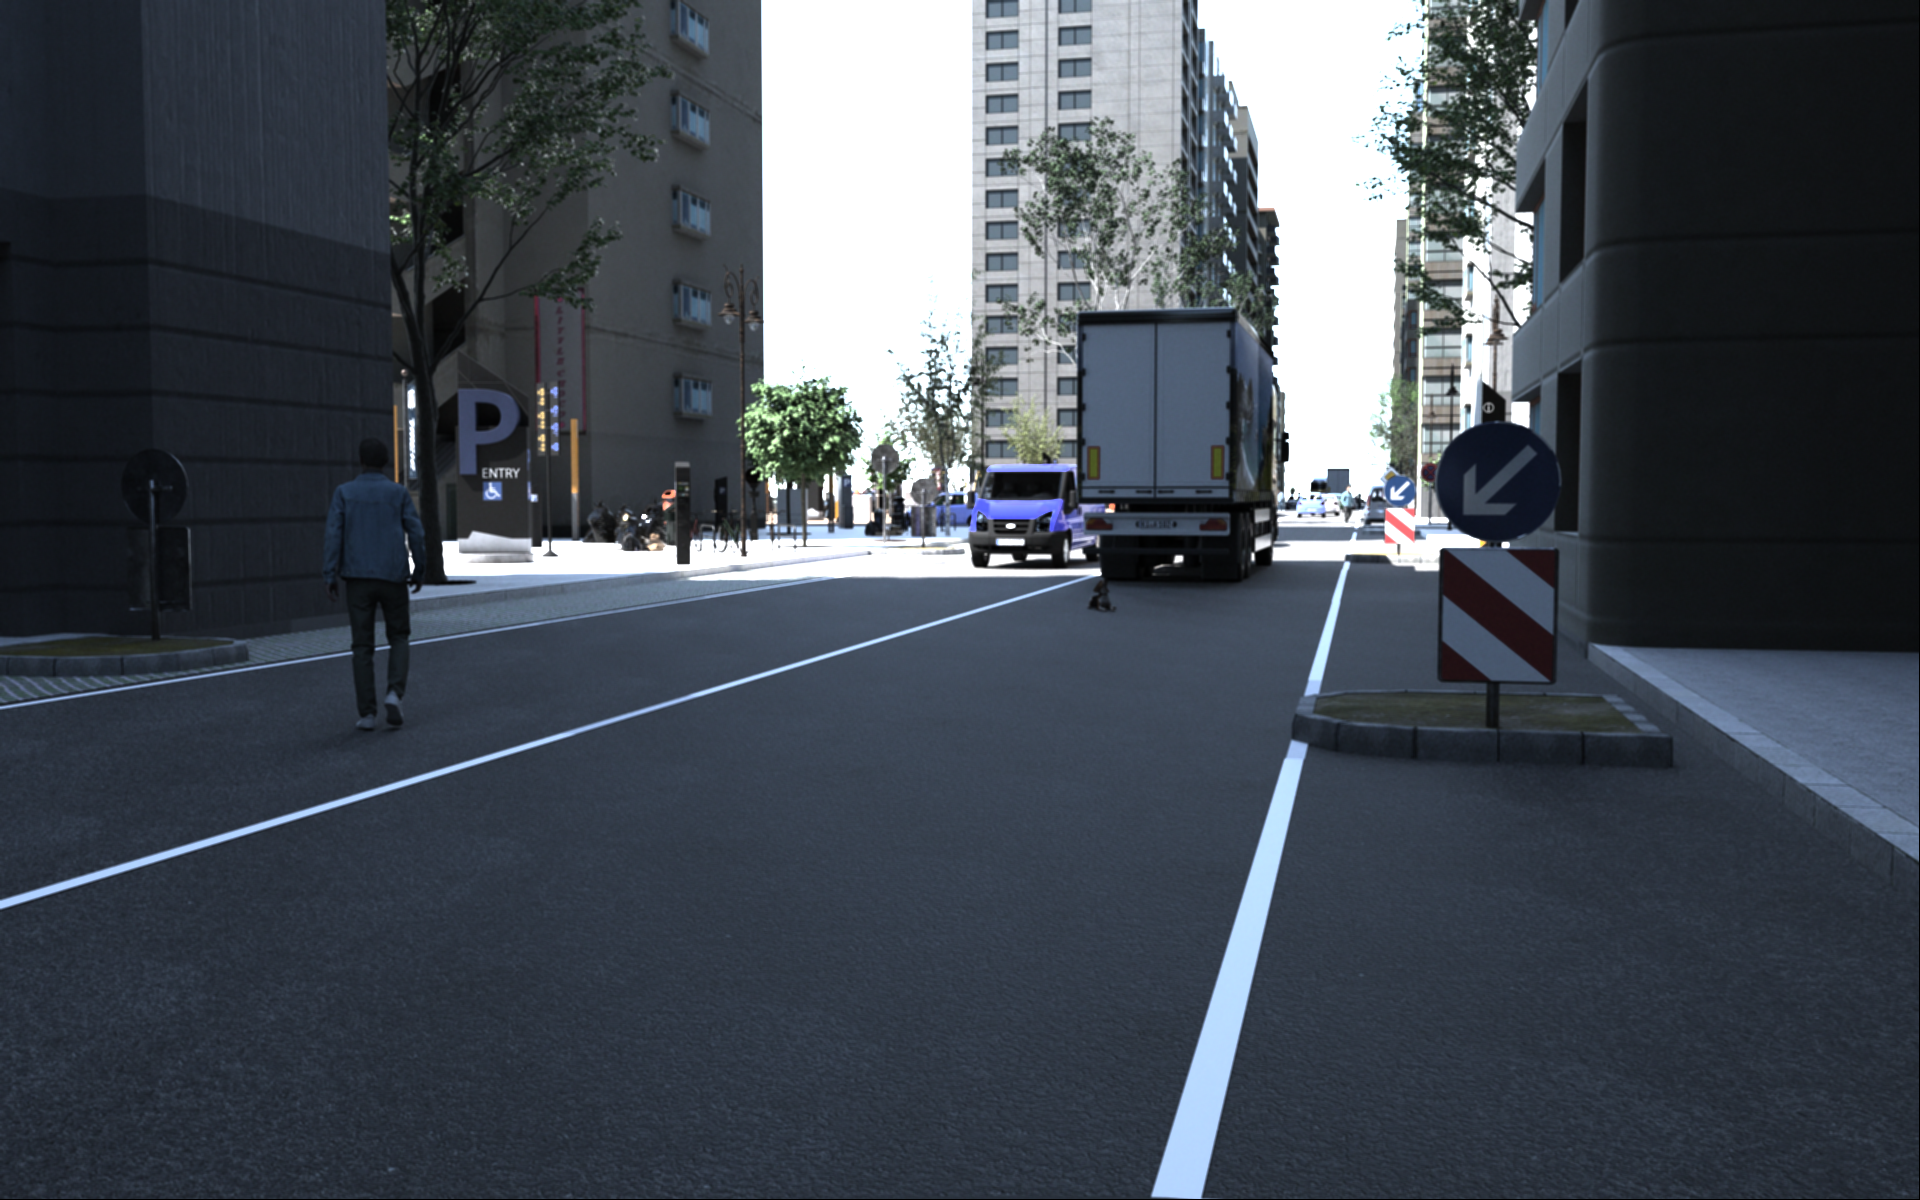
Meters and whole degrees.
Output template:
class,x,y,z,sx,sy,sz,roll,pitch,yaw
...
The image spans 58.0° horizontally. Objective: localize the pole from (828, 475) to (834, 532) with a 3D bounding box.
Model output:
class,x,y,z,sx,sy,sz,roll,pitch,yaw
pole,-4.322,-3.926,58.029,0.158,3.312,0.155,0,3,0

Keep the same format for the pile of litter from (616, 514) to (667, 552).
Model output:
class,x,y,z,sx,sy,sz,roll,pitch,yaw
pile of litter,-7.188,-1.529,38.963,1.176,0.858,1.719,0,4,-4

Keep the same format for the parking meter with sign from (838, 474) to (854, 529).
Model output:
class,x,y,z,sx,sy,sz,roll,pitch,yaw
parking meter with sign,-4.333,-4.207,65.052,0.543,3.016,1.738,-1,4,-16

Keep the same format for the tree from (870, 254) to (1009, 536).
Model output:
class,x,y,z,sx,sy,sz,roll,pitch,yaw
tree,-0.388,-6.276,52.969,4.360,8.622,3.978,0,3,0

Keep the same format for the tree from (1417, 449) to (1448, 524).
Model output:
class,x,y,z,sx,sy,sz,roll,pitch,yaw
tree,20.650,-4.922,75.077,1.663,3.219,1.824,0,3,0

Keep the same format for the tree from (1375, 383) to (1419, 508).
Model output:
class,x,y,z,sx,sy,sz,roll,pitch,yaw
tree,28.918,-9.837,111.202,4.360,8.622,3.978,0,3,0

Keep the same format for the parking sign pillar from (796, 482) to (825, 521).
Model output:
class,x,y,z,sx,sy,sz,roll,pitch,yaw
parking sign pillar,-7.206,-5.782,83.000,1.447,3.967,1.447,2,4,29

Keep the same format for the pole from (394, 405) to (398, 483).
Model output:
class,x,y,z,sx,sy,sz,roll,pitch,yaw
pole,-13.024,-2.812,39.821,0.158,3.312,0.155,0,3,0

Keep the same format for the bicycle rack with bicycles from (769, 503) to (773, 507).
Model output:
class,x,y,z,sx,sy,sz,roll,pitch,yaw
bicycle rack with bicycles,-12.055,-5.084,96.511,2.925,0.926,2.852,3,5,45

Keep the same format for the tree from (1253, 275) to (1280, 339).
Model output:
class,x,y,z,sx,sy,sz,roll,pitch,yaw
tree,17.731,-17.115,135.716,12.611,20.169,13.585,0,3,0

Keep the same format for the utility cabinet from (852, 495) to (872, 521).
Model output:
class,x,y,z,sx,sy,sz,roll,pitch,yaw
utility cabinet,-4.651,-4.312,81.656,1.020,1.237,0.306,2,4,26

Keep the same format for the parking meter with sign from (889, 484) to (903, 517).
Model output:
class,x,y,z,sx,sy,sz,roll,pitch,yaw
parking meter with sign,-3.519,-6.068,95.468,1.738,3.016,0.543,2,4,27

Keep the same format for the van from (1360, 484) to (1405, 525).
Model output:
class,x,y,z,sx,sy,sz,roll,pitch,yaw
van,18.241,-4.125,74.452,2.013,2.044,4.112,1,4,12

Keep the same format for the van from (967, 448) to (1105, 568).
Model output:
class,x,y,z,sx,sy,sz,roll,pitch,yaw
van,1.635,-1.898,35.416,2.240,2.365,5.245,1,4,15

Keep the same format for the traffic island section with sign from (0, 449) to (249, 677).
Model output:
class,x,y,z,sx,sy,sz,roll,pitch,yaw
traffic island section with sign,-7.124,-0.356,14.449,1.989,1.847,2.006,1,4,13

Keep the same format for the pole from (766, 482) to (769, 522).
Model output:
class,x,y,z,sx,sy,sz,roll,pitch,yaw
pole,-8.776,-5.191,78.717,0.158,3.312,0.155,0,3,0

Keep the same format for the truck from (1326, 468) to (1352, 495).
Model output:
class,x,y,z,sx,sy,sz,roll,pitch,yaw
truck,41.495,-12.287,189.808,2.839,4.237,11.283,1,4,13

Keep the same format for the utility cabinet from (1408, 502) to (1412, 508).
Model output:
class,x,y,z,sx,sy,sz,roll,pitch,yaw
utility cabinet,32.693,-7.001,125.628,0.306,1.237,1.020,1,4,19

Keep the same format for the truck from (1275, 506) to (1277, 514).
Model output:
class,x,y,z,sx,sy,sz,roll,pitch,yaw
truck,19.728,-7.698,115.618,2.967,4.110,18.799,1,4,12

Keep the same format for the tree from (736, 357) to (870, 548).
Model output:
class,x,y,z,sx,sy,sz,roll,pitch,yaw
tree,-3.762,-3.548,41.719,4.285,4.588,4.351,0,3,0

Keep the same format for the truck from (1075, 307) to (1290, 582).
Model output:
class,x,y,z,sx,sy,sz,roll,pitch,yaw
truck,4.324,-2.617,31.705,2.839,4.237,11.283,1,4,14

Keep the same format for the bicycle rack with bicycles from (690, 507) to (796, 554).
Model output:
class,x,y,z,sx,sy,sz,roll,pitch,yaw
bicycle rack with bicycles,-4.765,-1.504,37.973,2.852,0.926,2.925,-1,4,-16

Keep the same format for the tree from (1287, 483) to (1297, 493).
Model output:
class,x,y,z,sx,sy,sz,roll,pitch,yaw
tree,58.107,-18.826,302.401,1.663,3.219,1.824,0,3,0

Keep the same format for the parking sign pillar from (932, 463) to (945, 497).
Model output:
class,x,y,z,sx,sy,sz,roll,pitch,yaw
parking sign pillar,-1.633,-8.494,127.348,1.447,3.967,1.447,-2,4,-32

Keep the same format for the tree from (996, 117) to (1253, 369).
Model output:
class,x,y,z,sx,sy,sz,roll,pitch,yaw
tree,7.758,-14.021,85.133,12.611,20.169,13.585,0,3,0

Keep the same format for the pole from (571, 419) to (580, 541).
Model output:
class,x,y,z,sx,sy,sz,roll,pitch,yaw
pole,-10.440,-3.250,46.983,0.158,3.312,0.155,0,3,0

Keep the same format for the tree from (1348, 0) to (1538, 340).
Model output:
class,x,y,z,sx,sy,sz,roll,pitch,yaw
tree,9.985,-6.269,28.246,9.928,11.665,9.643,0,3,0

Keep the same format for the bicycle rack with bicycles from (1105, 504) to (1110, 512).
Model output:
class,x,y,z,sx,sy,sz,roll,pitch,yaw
bicycle rack with bicycles,10.654,-7.031,128.341,2.925,0.926,2.852,-3,5,-42

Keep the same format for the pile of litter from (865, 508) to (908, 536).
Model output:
class,x,y,z,sx,sy,sz,roll,pitch,yaw
pile of litter,-2.257,-2.430,53.688,1.719,0.858,1.176,-3,5,-39

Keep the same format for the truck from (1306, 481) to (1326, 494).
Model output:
class,x,y,z,sx,sy,sz,roll,pitch,yaw
truck,53.567,-16.037,258.120,3.469,3.379,9.791,1,4,15

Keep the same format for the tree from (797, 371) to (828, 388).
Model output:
class,x,y,z,sx,sy,sz,roll,pitch,yaw
tree,-8.745,-9.340,103.063,4.737,8.622,4.395,0,3,0

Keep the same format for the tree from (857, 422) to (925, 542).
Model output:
class,x,y,z,sx,sy,sz,roll,pitch,yaw
tree,-2.033,-3.170,46.425,1.663,3.219,1.824,0,3,0

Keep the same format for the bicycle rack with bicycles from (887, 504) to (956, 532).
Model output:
class,x,y,z,sx,sy,sz,roll,pitch,yaw
bicycle rack with bicycles,-1.422,-2.844,59.878,2.852,0.926,2.925,1,4,16

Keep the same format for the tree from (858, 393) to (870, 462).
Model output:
class,x,y,z,sx,sy,sz,roll,pitch,yaw
tree,-5.628,-10.574,123.243,4.360,8.622,3.978,0,3,0

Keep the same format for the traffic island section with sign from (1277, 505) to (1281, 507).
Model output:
class,x,y,z,sx,sy,sz,roll,pitch,yaw
traffic island section with sign,35.335,-11.453,195.879,1.989,1.847,2.006,1,4,13

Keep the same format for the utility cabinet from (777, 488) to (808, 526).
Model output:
class,x,y,z,sx,sy,sz,roll,pitch,yaw
utility cabinet,-6.583,-3.627,67.980,1.173,1.500,0.318,0,4,7

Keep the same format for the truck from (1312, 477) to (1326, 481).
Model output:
class,x,y,z,sx,sy,sz,roll,pitch,yaw
truck,57.516,-17.488,275.681,2.967,4.110,18.799,1,4,13

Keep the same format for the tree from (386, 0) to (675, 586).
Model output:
class,x,y,z,sx,sy,sz,roll,pitch,yaw
tree,-7.657,-6.032,24.379,9.928,11.665,9.643,0,3,0

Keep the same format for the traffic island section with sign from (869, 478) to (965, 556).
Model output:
class,x,y,z,sx,sy,sz,roll,pitch,yaw
traffic island section with sign,-0.942,-1.972,40.869,1.989,1.847,2.006,1,4,13

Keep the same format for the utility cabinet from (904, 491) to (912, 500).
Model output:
class,x,y,z,sx,sy,sz,roll,pitch,yaw
utility cabinet,-3.839,-7.881,137.538,1.173,1.500,0.318,-1,4,-8

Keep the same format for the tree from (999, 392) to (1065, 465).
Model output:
class,x,y,z,sx,sy,sz,roll,pitch,yaw
tree,4.903,-10.679,124.960,4.737,8.622,4.395,0,3,0

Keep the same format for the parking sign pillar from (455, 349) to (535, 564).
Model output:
class,x,y,z,sx,sy,sz,roll,pitch,yaw
parking sign pillar,-8.688,-2.678,32.260,1.447,3.967,1.447,0,4,-5

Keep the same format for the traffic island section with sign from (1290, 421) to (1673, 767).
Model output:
class,x,y,z,sx,sy,sz,roll,pitch,yaw
traffic island section with sign,2.999,-0.098,10.223,1.989,1.847,2.006,1,4,13
